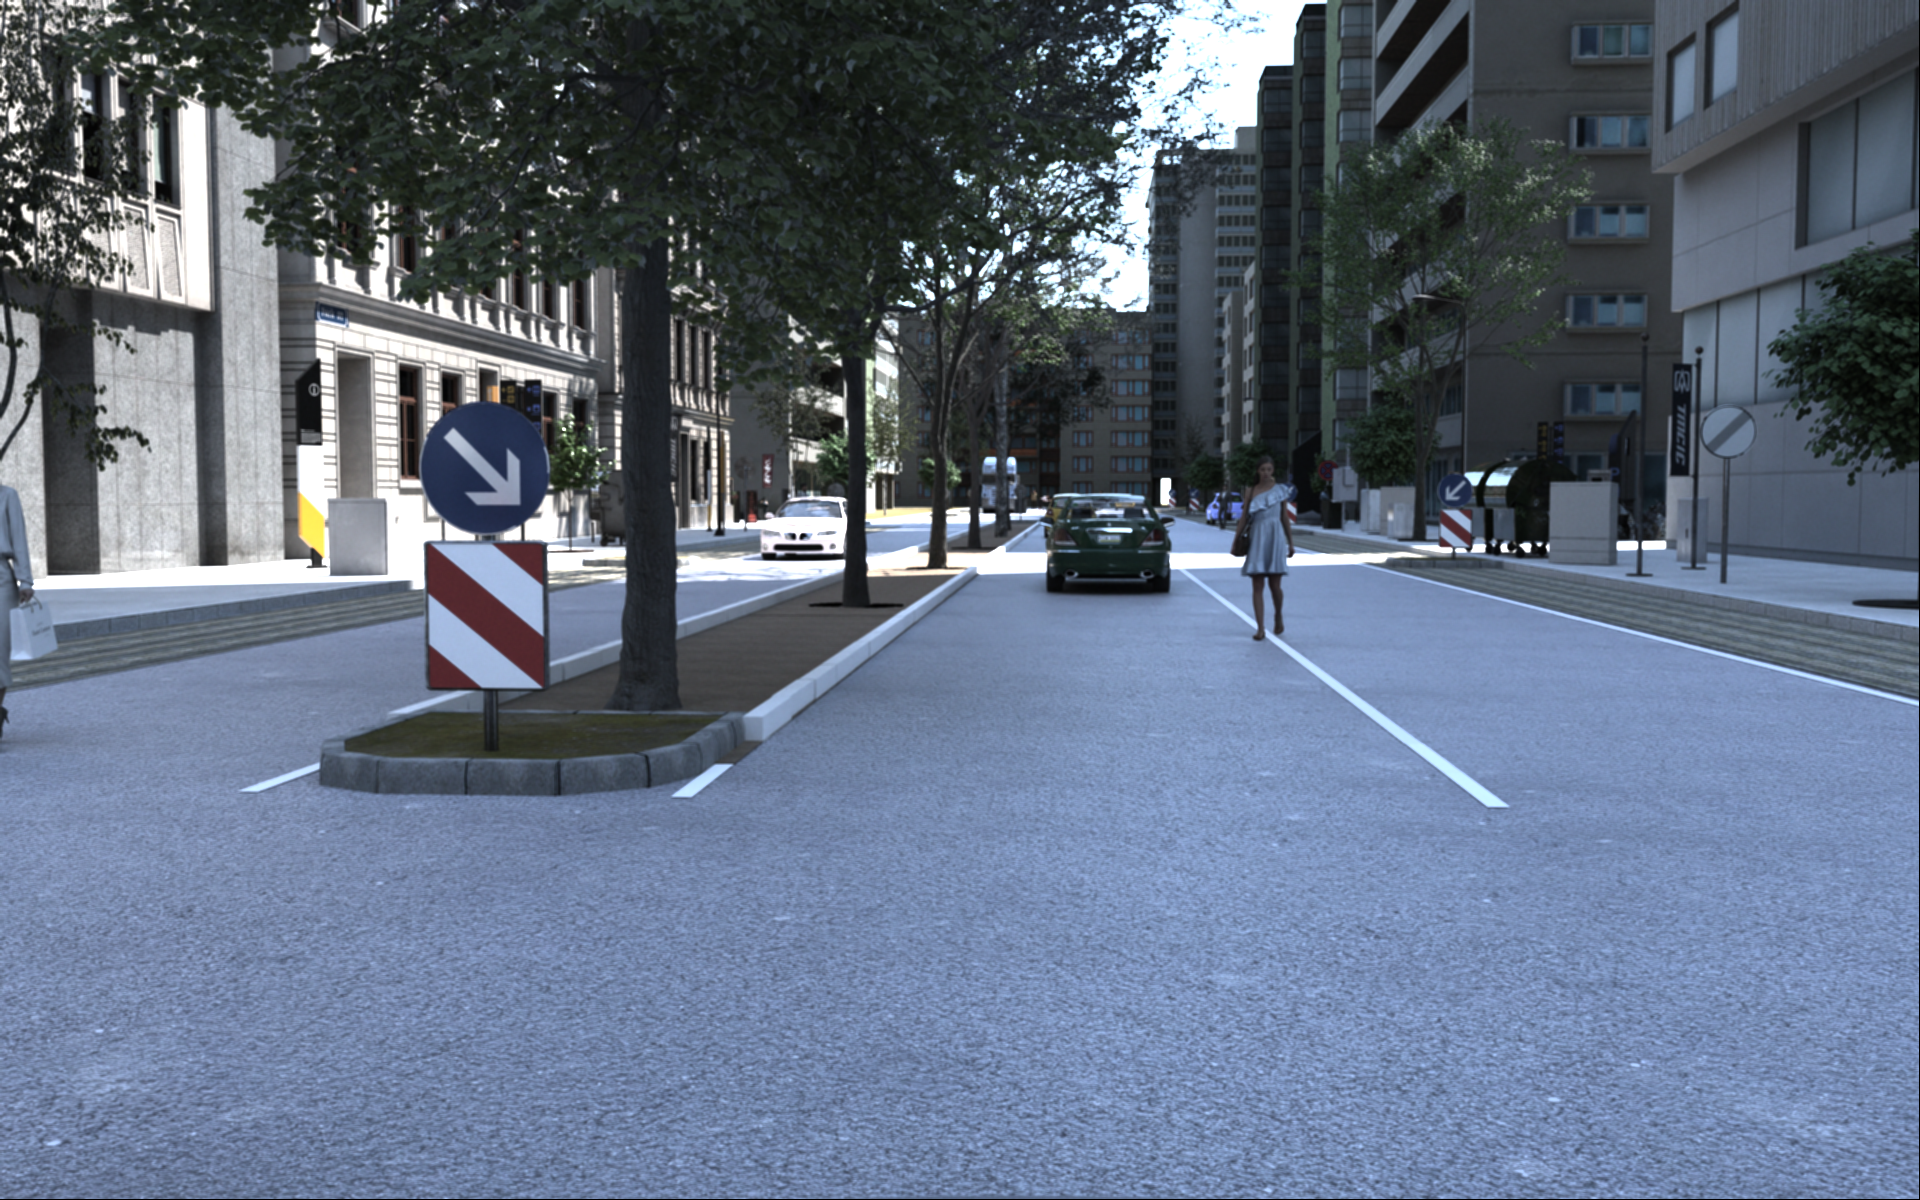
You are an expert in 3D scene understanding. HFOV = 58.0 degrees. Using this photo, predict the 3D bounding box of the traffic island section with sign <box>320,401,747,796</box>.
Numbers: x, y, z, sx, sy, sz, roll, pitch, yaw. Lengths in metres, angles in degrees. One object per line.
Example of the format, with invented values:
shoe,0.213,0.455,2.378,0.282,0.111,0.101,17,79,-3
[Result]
traffic island section with sign,-2.293,-0.064,9.178,2.006,1.907,1.989,0,4,4

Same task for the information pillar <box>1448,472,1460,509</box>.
information pillar,16.476,-3.262,57.825,0.304,2.012,0.304,2,4,30

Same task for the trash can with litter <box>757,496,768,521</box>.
trash can with litter,-9.648,-4.344,82.415,1.055,1.170,0.624,0,4,-1

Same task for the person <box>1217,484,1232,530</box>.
person,10.624,-3.737,69.567,0.622,1.834,0.822,1,4,19

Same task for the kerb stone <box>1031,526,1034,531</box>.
kerb stone,2.542,-2.539,63.715,0.120,0.150,1.000,0,4,4

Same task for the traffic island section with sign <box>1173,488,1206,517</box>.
traffic island section with sign,14.773,-6.226,110.429,1.989,1.847,2.006,0,4,4

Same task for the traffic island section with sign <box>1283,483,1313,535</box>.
traffic island section with sign,11.322,-3.199,60.928,1.989,1.847,2.006,0,4,4

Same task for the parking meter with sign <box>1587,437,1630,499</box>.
parking meter with sign,19.806,-3.515,53.735,1.738,3.016,0.543,1,4,17

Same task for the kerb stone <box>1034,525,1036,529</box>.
kerb stone,2.755,-2.727,66.781,0.120,0.150,1.000,0,4,4

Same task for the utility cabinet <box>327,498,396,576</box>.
utility cabinet,-9.427,-0.988,27.319,1.020,1.237,0.306,1,4,12

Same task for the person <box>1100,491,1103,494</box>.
person,12.623,-8.966,155.915,0.721,1.723,1.217,-1,4,-22

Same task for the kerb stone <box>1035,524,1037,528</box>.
kerb stone,2.899,-2.852,68.831,0.120,0.150,1.000,0,4,4

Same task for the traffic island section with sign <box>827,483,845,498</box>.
traffic island section with sign,-4.427,-3.247,61.719,1.989,1.847,2.006,0,4,4

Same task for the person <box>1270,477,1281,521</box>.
person,7.135,-1.907,39.704,0.581,1.822,0.654,2,4,24

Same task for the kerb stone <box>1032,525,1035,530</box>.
kerb stone,2.683,-2.664,65.760,0.120,0.150,1.000,0,4,4

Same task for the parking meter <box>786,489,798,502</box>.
parking meter,-7.569,-4.323,79.098,0.372,1.533,0.369,0,3,0

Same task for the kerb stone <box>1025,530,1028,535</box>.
kerb stone,2.114,-2.163,57.572,0.120,0.150,1.000,0,4,4

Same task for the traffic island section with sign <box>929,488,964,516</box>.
traffic island section with sign,-0.957,-6.296,111.562,1.989,1.847,2.006,0,4,4

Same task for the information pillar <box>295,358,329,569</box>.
information pillar,-11.129,-2.344,29.687,0.183,3.616,0.504,2,4,30

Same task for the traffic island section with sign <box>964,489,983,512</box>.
traffic island section with sign,0.960,-7.975,139.019,1.989,1.847,2.006,0,4,4

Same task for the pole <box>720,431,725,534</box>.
pole,-7.706,-3.801,55.992,0.158,3.312,0.155,0,3,0

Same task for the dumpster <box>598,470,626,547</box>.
dumpster,-8.154,-2.270,42.870,1.264,1.857,1.865,0,4,4

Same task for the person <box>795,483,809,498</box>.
person,-5.271,-3.011,58.006,0.850,1.792,0.678,3,4,38

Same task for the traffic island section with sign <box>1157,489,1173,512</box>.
traffic island section with sign,16.649,-7.871,137.319,1.989,1.847,2.006,0,4,4

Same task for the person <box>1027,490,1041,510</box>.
person,6.789,-9.195,158.926,1.348,1.812,0.705,0,4,-1

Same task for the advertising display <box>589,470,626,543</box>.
advertising display,-9.302,-2.482,45.788,0.974,1.923,0.123,0,4,3

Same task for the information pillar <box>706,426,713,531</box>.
information pillar,-8.647,-4.182,59.733,0.183,3.616,0.504,0,4,-3

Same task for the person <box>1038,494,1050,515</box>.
person,5.839,-6.637,120.198,0.799,1.438,0.628,-2,4,-33

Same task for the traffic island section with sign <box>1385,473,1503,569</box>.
traffic island section with sign,9.457,-1.554,34.037,1.989,1.847,2.006,0,4,4

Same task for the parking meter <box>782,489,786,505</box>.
parking meter,-8.210,-4.483,81.701,0.372,1.533,0.369,0,3,0

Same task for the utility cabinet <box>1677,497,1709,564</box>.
utility cabinet,13.702,-1.301,32.430,0.306,1.237,1.020,1,4,8

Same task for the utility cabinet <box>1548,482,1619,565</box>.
utility cabinet,11.334,-1.395,31.483,0.318,1.500,1.173,-3,5,-42

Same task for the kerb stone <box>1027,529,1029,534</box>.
kerb stone,2.184,-2.227,58.601,0.120,0.150,1.000,0,4,4

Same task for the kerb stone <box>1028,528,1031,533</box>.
kerb stone,2.329,-2.352,60.647,0.120,0.150,1.000,0,4,4

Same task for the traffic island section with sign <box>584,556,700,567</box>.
traffic island section with sign,-6.309,-1.596,34.718,1.989,1.847,2.006,0,4,4

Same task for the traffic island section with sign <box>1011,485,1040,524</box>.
traffic island section with sign,2.920,-4.648,84.136,2.006,1.907,1.989,0,4,4

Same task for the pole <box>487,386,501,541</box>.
pole,-8.823,-2.383,32.800,0.158,3.312,0.155,0,3,0

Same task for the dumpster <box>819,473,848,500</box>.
dumpster,-5.600,-4.670,78.843,1.502,2.255,1.985,0,4,4

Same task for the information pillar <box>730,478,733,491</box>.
information pillar,-10.672,-4.625,80.106,0.304,2.012,0.304,-1,4,-16

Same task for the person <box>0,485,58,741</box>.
person,-5.443,-0.054,9.734,0.694,1.780,0.624,0,4,5

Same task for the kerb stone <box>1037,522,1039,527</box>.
kerb stone,3.106,-3.040,71.896,0.120,0.150,1.000,0,4,4

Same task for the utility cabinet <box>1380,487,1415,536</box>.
utility cabinet,13.372,-2.684,52.560,1.173,1.500,0.318,2,4,32

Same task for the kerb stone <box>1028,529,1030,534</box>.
kerb stone,2.252,-2.287,59.627,0.120,0.150,1.000,0,4,4

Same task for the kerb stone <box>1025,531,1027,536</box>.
kerb stone,2.043,-2.101,56.540,0.120,0.150,1.000,0,4,4

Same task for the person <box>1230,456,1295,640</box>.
person,3.019,-0.530,17.258,0.616,1.811,0.778,1,4,22

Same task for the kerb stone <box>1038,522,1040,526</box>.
kerb stone,3.187,-3.102,72.917,0.120,0.150,1.000,0,4,4

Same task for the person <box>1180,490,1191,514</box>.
person,15.346,-6.565,116.560,1.217,1.735,0.721,-2,4,-27

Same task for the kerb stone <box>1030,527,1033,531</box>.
kerb stone,2.477,-2.476,62.695,0.120,0.150,1.000,0,4,4
